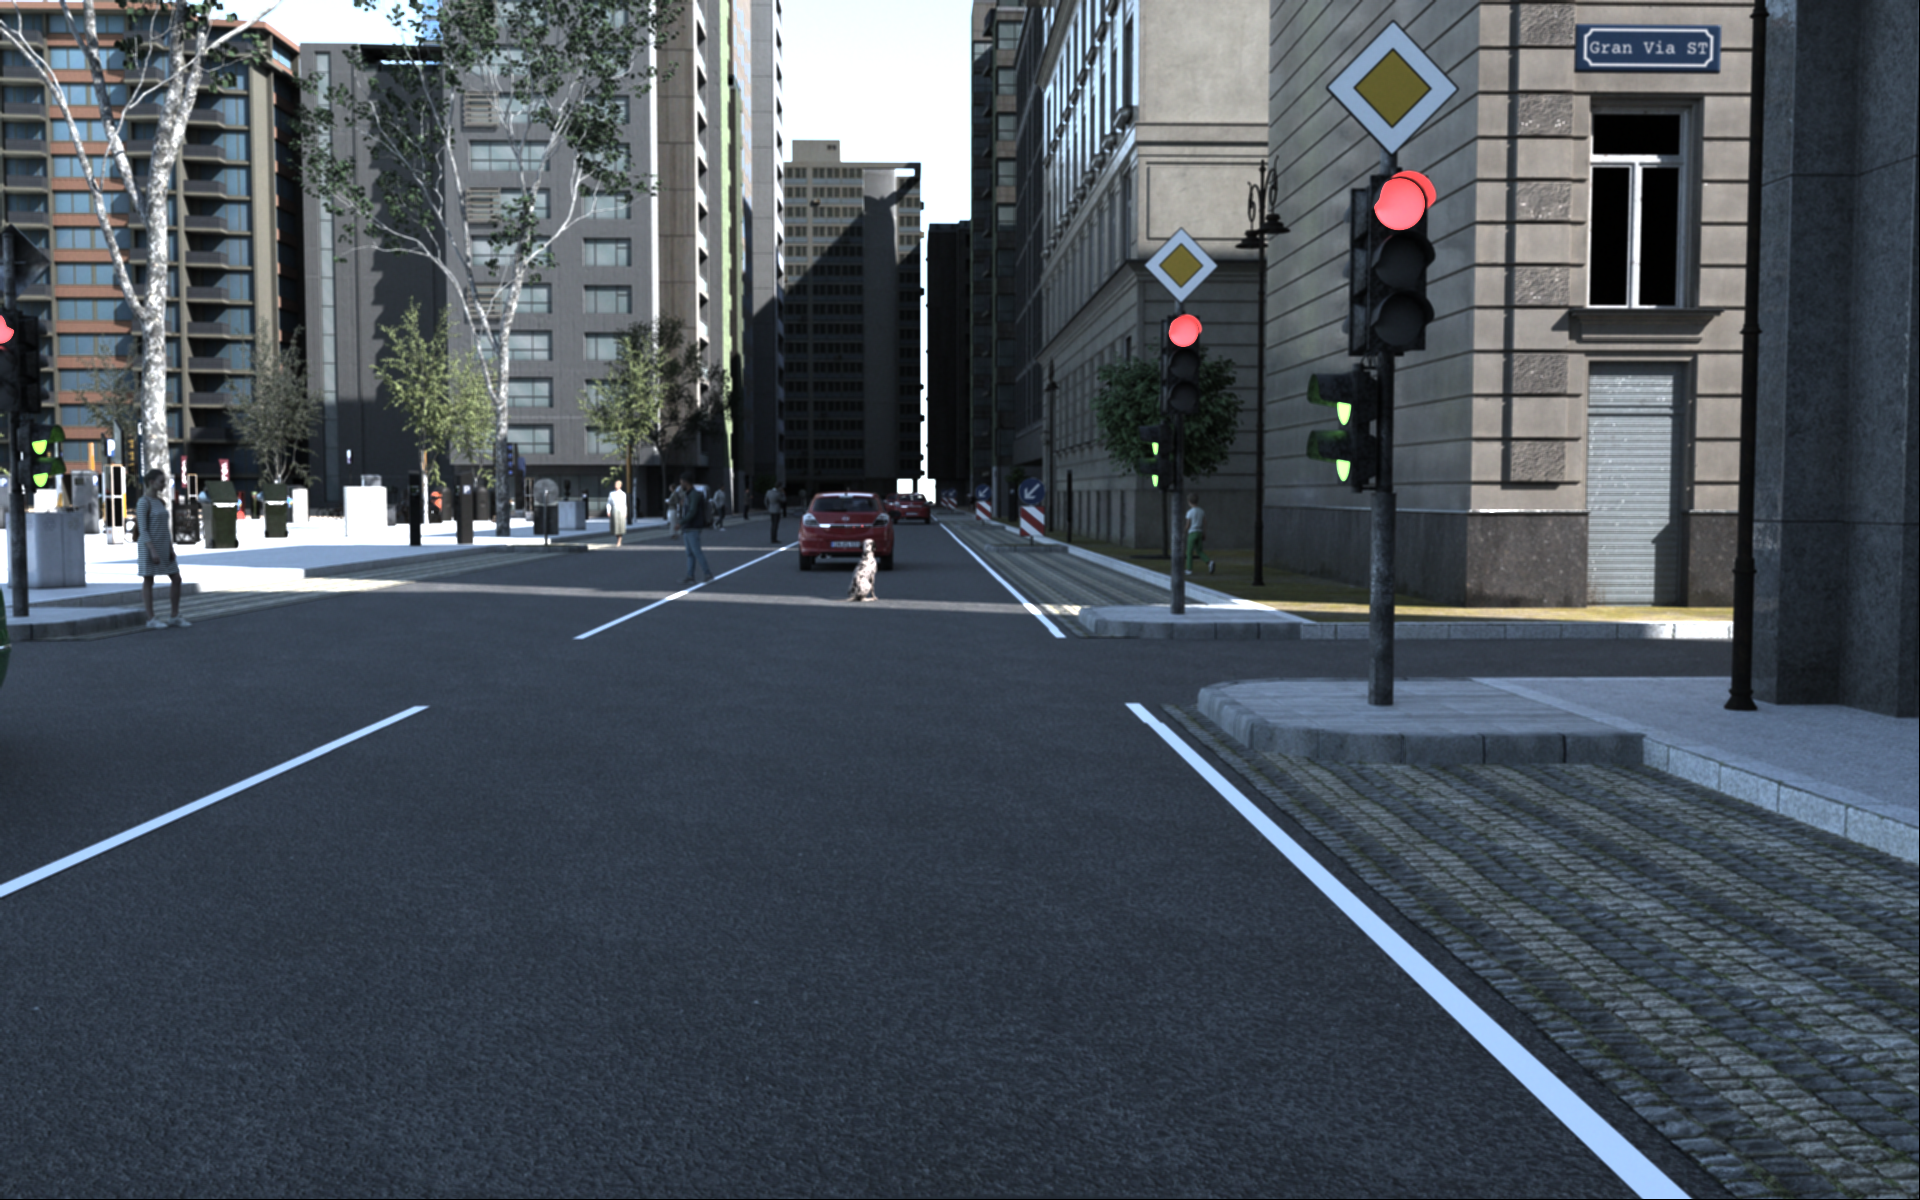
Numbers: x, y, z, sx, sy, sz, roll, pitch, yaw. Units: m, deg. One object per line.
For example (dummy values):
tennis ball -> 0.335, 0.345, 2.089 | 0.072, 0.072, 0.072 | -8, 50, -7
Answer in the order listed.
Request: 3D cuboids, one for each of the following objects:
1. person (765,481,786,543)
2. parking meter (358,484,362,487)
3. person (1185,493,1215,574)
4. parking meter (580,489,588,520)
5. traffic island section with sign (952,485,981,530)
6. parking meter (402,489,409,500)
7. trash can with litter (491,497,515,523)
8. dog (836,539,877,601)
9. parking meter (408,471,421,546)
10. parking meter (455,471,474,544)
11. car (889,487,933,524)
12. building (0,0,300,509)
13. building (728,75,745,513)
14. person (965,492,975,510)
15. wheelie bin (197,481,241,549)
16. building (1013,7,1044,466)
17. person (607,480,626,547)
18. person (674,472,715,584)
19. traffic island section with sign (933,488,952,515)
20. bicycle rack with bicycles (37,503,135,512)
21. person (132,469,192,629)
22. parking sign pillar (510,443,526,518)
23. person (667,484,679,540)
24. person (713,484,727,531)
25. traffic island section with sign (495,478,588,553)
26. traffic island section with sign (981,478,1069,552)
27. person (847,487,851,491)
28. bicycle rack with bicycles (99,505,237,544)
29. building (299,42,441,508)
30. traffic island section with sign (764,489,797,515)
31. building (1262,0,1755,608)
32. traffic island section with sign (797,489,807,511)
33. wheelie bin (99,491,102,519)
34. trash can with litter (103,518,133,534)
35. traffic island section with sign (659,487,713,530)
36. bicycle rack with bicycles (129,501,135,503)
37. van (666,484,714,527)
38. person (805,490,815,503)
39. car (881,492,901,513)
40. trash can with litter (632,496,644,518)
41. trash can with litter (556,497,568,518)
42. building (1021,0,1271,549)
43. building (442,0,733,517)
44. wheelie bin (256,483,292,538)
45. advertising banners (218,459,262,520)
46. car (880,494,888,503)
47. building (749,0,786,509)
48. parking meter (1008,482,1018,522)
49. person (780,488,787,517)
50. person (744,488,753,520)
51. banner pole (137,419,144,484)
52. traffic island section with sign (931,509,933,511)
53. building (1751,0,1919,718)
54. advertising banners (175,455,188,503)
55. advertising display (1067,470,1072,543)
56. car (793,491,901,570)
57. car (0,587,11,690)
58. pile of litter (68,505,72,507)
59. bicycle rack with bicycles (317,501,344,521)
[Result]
person -> -5.409, -2.575, 50.779 | 0.473, 1.802, 0.592 | -3, 5, -40
parking meter -> -31.638, -5.254, 91.608 | 0.399, 1.863, 0.255 | 1, 4, 13
person -> 3.785, -1.058, 27.595 | 0.590, 1.304, 0.306 | 3, 4, 37
parking meter -> -18.569, -4.723, 85.635 | 0.372, 1.533, 0.369 | 0, 3, 0
traffic island section with sign -> 0.815, -3.783, 70.472 | 1.989, 1.847, 2.006 | 0, 4, -2
parking meter -> -28.518, -4.935, 89.097 | 0.372, 1.533, 0.369 | 0, 3, 0
trash can with litter -> -20.487, -4.043, 77.498 | 0.624, 1.170, 1.055 | 2, 4, 25
dog -> -1.421, -0.395, 23.300 | 0.800, 0.831, 0.513 | -2, 4, -26
parking meter -> -13.549, -2.283, 43.033 | 0.255, 1.863, 0.399 | -1, 4, -21
parking meter -> -12.728, -2.370, 44.453 | 0.255, 1.863, 0.399 | 3, 5, 44
car -> -2.347, -4.551, 83.441 | 2.155, 1.783, 4.494 | 0, 4, -2
building -> -73.104, -30.700, 156.569 | 28.867, 44.769, 22.147 | 0, 4, -2
building -> -21.930, -20.930, 113.909 | 14.160, 30.474, 14.107 | 0, 4, -2
person -> 0.771, -7.749, 135.927 | 0.799, 1.438, 0.628 | -1, 4, -9
wheelie bin -> -17.370, -1.997, 40.553 | 0.693, 1.594, 0.980 | 3, 5, 42
building -> 10.278, -17.610, 81.437 | 14.314, 27.812, 24.014 | 0, 4, -2
person -> -9.259, -2.333, 46.877 | 0.478, 1.798, 0.641 | 1, 4, 9
person -> -4.306, -1.161, 27.831 | 0.721, 1.781, 0.623 | -2, 4, -25
traffic island section with sign -> -0.662, -6.828, 120.264 | 1.989, 1.847, 2.006 | 0, 4, -2
bicycle rack with bicycles -> -25.864, -2.314, 51.211 | 2.852, 0.926, 2.925 | -2, 4, -26
person -> -8.585, -0.550, 18.495 | 0.522, 1.701, 0.512 | 0, 4, 6
parking sign pillar -> -23.272, -6.307, 91.590 | 1.447, 3.967, 1.447 | -1, 4, -8
person -> -9.097, -2.797, 54.774 | 0.362, 1.759, 0.519 | -1, 4, -20
person -> -9.464, -3.652, 68.059 | 0.795, 1.843, 0.661 | 2, 4, 33
traffic island section with sign -> -10.283, -2.090, 42.800 | 1.989, 1.847, 2.006 | 0, 4, -2
traffic island section with sign -> 1.633, -2.111, 43.142 | 1.989, 1.847, 2.006 | 0, 4, -2
person -> -5.865, -5.080, 91.516 | 0.622, 1.834, 0.822 | 2, 4, 27
bicycle rack with bicycles -> -20.679, -1.981, 45.765 | 2.852, 0.926, 2.925 | 3, 4, 37
building -> -51.598, -29.196, 160.945 | 14.086, 41.232, 14.154 | 0, 4, -2
traffic island section with sign -> -12.587, -6.838, 120.437 | 1.989, 1.847, 2.006 | 0, 4, -2
building -> 17.635, -13.907, 24.640 | 25.104, 27.353, 12.463 | 0, 4, -2
traffic island section with sign -> -13.396, -8.518, 147.894 | 1.989, 1.847, 2.006 | 0, 4, -2
wheelie bin -> -43.914, -4.883, 87.737 | 0.980, 1.594, 0.693 | 1, 4, 10
trash can with litter -> -27.336, -2.817, 57.120 | 1.678, 1.210, 2.233 | 2, 4, 26
traffic island section with sign -> -11.101, -3.776, 70.367 | 1.989, 1.847, 2.006 | 0, 4, -2
bicycle rack with bicycles -> -40.436, -4.343, 84.389 | 2.925, 0.926, 2.852 | 0, 4, -4
van -> -11.405, -4.065, 73.470 | 2.013, 2.044, 4.112 | 0, 4, -3
person -> -11.565, -7.731, 135.625 | 1.217, 1.735, 0.721 | -2, 4, -29
car -> -3.732, -5.875, 105.091 | 2.155, 1.783, 4.494 | 0, 4, 0
trash can with litter -> -17.336, -4.967, 92.603 | 0.624, 1.170, 1.055 | 1, 4, 14
trash can with litter -> -16.361, -3.609, 70.400 | 1.055, 1.170, 0.624 | -1, 4, -15
building -> 10.920, -13.512, 54.205 | 16.112, 22.955, 30.059 | 0, 4, -2
building -> -20.939, -25.440, 99.531 | 14.154, 41.232, 14.086 | 0, 4, -2
wheelie bin -> -20.012, -2.606, 50.519 | 0.980, 1.594, 0.693 | -2, 4, -27
advertising banners -> -35.839, -5.508, 86.239 | 2.074, 3.025, 0.090 | -3, 5, -44
car -> -5.858, -8.126, 142.639 | 2.009, 1.686, 4.222 | 0, 4, 0
building -> -30.338, -37.613, 156.970 | 28.212, 58.520, 21.231 | 0, 4, -2
parking meter -> 2.470, -4.582, 80.631 | 0.399, 1.863, 0.255 | 1, 4, 15
person -> -10.886, -6.030, 107.027 | 0.705, 1.831, 1.348 | 0, 4, 2
person -> -11.651, -5.309, 95.827 | 0.750, 1.759, 0.617 | 1, 4, 19
banner pole -> -23.854, -3.723, 50.887 | 0.401, 3.779, 0.863 | 1, 4, 15
traffic island section with sign -> -1.445, -8.476, 147.208 | 1.989, 1.847, 2.006 | 0, 4, -2
building -> 11.251, -11.156, 0.416 | 12.078, 24.808, 19.932 | 0, 4, -2
advertising banners -> -35.028, -4.960, 77.279 | 0.090, 3.025, 2.074 | 0, 4, 8
advertising display -> 2.924, -2.510, 46.245 | 0.123, 1.923, 0.974 | 0, 4, 4
car -> -2.223, -1.529, 34.045 | 2.155, 1.783, 4.494 | 0, 4, -3
car -> -6.082, 0.074, 7.589 | 1.959, 1.807, 4.718 | 0, 4, -1
pile of litter -> -37.946, -3.637, 73.430 | 1.176, 0.858, 1.719 | 0, 4, 3
bicycle rack with bicycles -> -29.703, -4.303, 83.730 | 2.925, 0.926, 2.852 | 0, 4, 3
